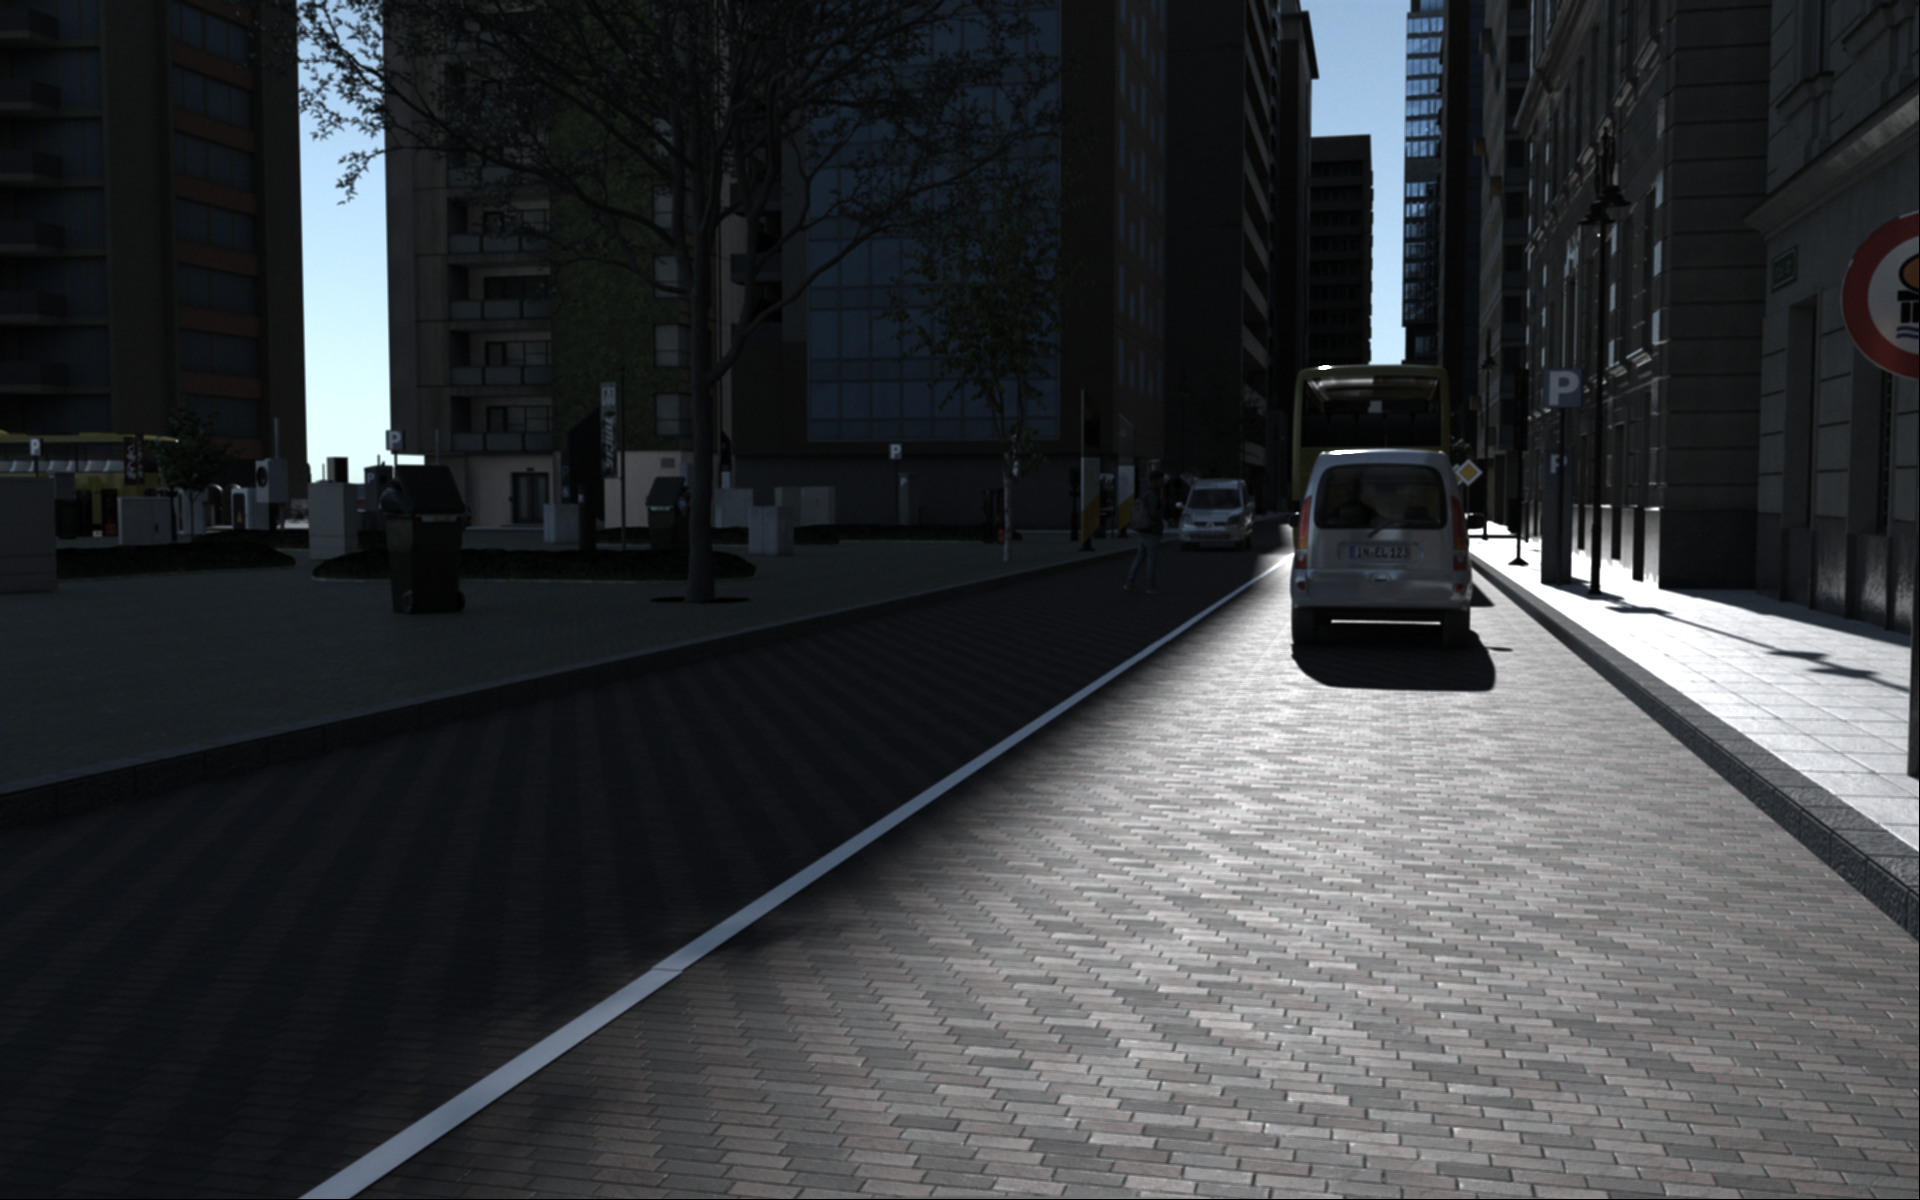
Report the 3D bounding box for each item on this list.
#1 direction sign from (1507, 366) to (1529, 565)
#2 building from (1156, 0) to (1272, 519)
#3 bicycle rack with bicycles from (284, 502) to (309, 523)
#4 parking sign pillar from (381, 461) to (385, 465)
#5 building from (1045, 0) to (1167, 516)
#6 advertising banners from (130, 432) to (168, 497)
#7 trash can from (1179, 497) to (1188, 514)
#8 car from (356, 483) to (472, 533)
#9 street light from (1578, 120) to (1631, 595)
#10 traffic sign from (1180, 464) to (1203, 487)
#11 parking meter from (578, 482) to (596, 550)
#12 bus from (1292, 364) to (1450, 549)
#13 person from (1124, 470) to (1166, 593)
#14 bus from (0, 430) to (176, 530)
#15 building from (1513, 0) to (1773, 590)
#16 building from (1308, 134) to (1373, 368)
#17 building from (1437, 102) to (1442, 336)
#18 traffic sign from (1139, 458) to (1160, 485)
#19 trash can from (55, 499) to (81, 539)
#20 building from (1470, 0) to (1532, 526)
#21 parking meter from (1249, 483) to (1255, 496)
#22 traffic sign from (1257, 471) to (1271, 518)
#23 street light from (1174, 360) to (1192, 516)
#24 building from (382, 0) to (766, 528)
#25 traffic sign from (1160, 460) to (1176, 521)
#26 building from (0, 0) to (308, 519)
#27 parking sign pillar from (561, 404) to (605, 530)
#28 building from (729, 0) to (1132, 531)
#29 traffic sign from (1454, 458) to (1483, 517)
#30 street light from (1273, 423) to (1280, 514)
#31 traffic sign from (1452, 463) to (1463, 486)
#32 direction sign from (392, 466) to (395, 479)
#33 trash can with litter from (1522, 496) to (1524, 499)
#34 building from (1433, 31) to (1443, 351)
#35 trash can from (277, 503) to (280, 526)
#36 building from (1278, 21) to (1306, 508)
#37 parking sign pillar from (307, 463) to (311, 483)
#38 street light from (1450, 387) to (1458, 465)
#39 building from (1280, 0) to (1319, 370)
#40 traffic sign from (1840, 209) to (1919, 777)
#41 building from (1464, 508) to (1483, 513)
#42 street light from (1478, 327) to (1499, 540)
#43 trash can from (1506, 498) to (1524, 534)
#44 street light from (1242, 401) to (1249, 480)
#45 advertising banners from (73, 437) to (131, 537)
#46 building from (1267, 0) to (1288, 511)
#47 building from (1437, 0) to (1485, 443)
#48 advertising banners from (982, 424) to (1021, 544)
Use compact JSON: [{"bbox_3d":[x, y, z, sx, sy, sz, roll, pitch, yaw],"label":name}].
[{"bbox_3d":[10.084,-2.396,31.172,0.379,3.537,0.876,2,4,32],"label":"direction sign"},{"bbox_3d":[6.534,-29.150,100.304,21.300,48.544,21.600,1,4,14],"label":"building"},{"bbox_3d":[-29.120,-3.947,77.910,2.925,0.926,2.852,1,4,15],"label":"bicycle rack with bicycles"},{"bbox_3d":[-47.794,-9.473,143.358,1.447,3.967,1.447,-3,5,-42],"label":"parking sign pillar"},{"bbox_3d":[14.913,-29.043,124.971,14.600,45.320,14.200,1,4,14],"label":"building"},{"bbox_3d":[-23.394,-3.303,50.186,0.090,3.025,2.074,0,4,-1],"label":"advertising banners"},{"bbox_3d":[11.144,-4.508,85.363,0.748,1.137,0.748,0,3,0],"label":"trash can"},{"bbox_3d":[-19.365,-3.120,59.687,5.304,1.827,2.281,1,4,15],"label":"car"},{"bbox_3d":[8.106,-3.006,21.931,0.468,5.910,1.993,1,4,14],"label":"street light"},{"bbox_3d":[7.806,-3.350,58.407,0.795,2.450,0.064,1,4,14],"label":"traffic sign"},{"bbox_3d":[-8.056,-1.775,37.432,0.372,1.533,0.369,0,3,0],"label":"parking meter"},{"bbox_3d":[8.194,-2.617,34.332,2.896,3.916,12.252,1,4,14],"label":"bus"},{"bbox_3d":[2.746,-0.993,25.086,0.721,1.781,0.623,-2,4,-28],"label":"person"},{"bbox_3d":[-35.129,-4.475,64.716,12.252,3.916,2.896,1,4,14],"label":"bus"},{"bbox_3d":[17.812,-14.420,33.032,12.463,27.353,25.104,1,4,14],"label":"building"},{"bbox_3d":[42.321,-36.777,225.002,21.600,48.544,21.300,1,4,14],"label":"building"},{"bbox_3d":[62.083,-34.459,183.014,23.786,49.044,30.456,1,4,14],"label":"building"},{"bbox_3d":[5.376,-2.884,49.288,0.606,2.300,0.079,1,4,20],"label":"traffic sign"},{"bbox_3d":[-25.405,-2.300,49.262,0.748,1.137,0.748,0,3,0],"label":"trash can"},{"bbox_3d":[33.928,-23.164,70.610,23.993,40.220,32.217,1,4,14],"label":"building"},{"bbox_3d":[15.395,-5.235,91.297,0.255,1.863,0.399,2,4,26],"label":"parking meter"},{"bbox_3d":[16.608,-5.789,94.755,0.768,2.556,0.104,1,4,21],"label":"traffic sign"},{"bbox_3d":[7.697,-5.327,59.878,0.468,5.910,1.993,1,4,14],"label":"street light"},{"bbox_3d":[-15.257,-23.701,71.106,14.086,41.232,14.154,1,4,14],"label":"building"},{"bbox_3d":[5.905,-2.875,50.650,0.795,2.450,0.064,1,4,14],"label":"traffic sign"},{"bbox_3d":[-48.517,-26.302,84.665,28.867,44.769,22.147,1,4,14],"label":"building"},{"bbox_3d":[-11.223,-3.856,51.519,1.447,3.967,1.447,3,4,39],"label":"parking sign pillar"},{"bbox_3d":[0.258,-25.494,66.936,14.600,45.320,14.200,1,4,14],"label":"building"},{"bbox_3d":[14.249,-2.749,48.592,0.795,2.450,0.064,1,4,14],"label":"traffic sign"},{"bbox_3d":[20.481,-8.531,112.262,0.468,5.910,1.993,1,4,14],"label":"street light"},{"bbox_3d":[16.149,-3.224,56.349,0.795,2.450,0.064,1,4,14],"label":"traffic sign"},{"bbox_3d":[-45.326,-8.981,138.836,0.876,3.537,0.379,-1,4,-16],"label":"direction sign"},{"bbox_3d":[29.944,-4.921,91.518,2.233,1.210,1.678,-1,4,-21],"label":"trash can with litter"},{"bbox_3d":[53.949,-30.583,154.651,22.147,44.769,28.867,1,4,14],"label":"building"},{"bbox_3d":[-27.885,-3.584,70.245,0.748,1.137,0.748,0,3,0],"label":"trash can"},{"bbox_3d":[26.325,-31.785,169.802,14.600,45.320,14.200,1,4,14],"label":"building"},{"bbox_3d":[-39.647,-7.093,104.439,1.447,3.967,1.447,1,4,9],"label":"parking sign pillar"},{"bbox_3d":[21.340,-6.267,75.252,0.468,5.910,1.993,1,4,14],"label":"street light"},{"bbox_3d":[25.142,-36.923,192.922,27.495,52.752,28.713,1,4,14],"label":"building"},{"bbox_3d":[4.356,-0.471,7.806,0.768,2.556,0.104,1,4,18],"label":"traffic sign"},{"bbox_3d":[44.263,-48.711,109.088,22.319,86.520,31.000,1,4,14],"label":"building"},{"bbox_3d":[14.628,-4.606,48.091,0.468,5.910,1.993,1,4,14],"label":"street light"},{"bbox_3d":[18.155,-2.735,56.365,0.748,1.137,0.748,0,3,0],"label":"trash can"},{"bbox_3d":[14.095,-6.929,86.069,0.468,5.910,1.993,1,4,14],"label":"street light"},{"bbox_3d":[-25.795,-3.440,52.427,0.090,3.025,2.074,3,4,38],"label":"advertising banners"},{"bbox_3d":[17.255,-51.062,147.535,22.319,86.520,31.000,1,4,14],"label":"building"},{"bbox_3d":[44.632,-29.630,134.555,14.600,45.320,14.200,1,4,14],"label":"building"},{"bbox_3d":[1.056,-2.937,44.213,0.090,3.025,2.074,-2,4,-26],"label":"advertising banners"}]
